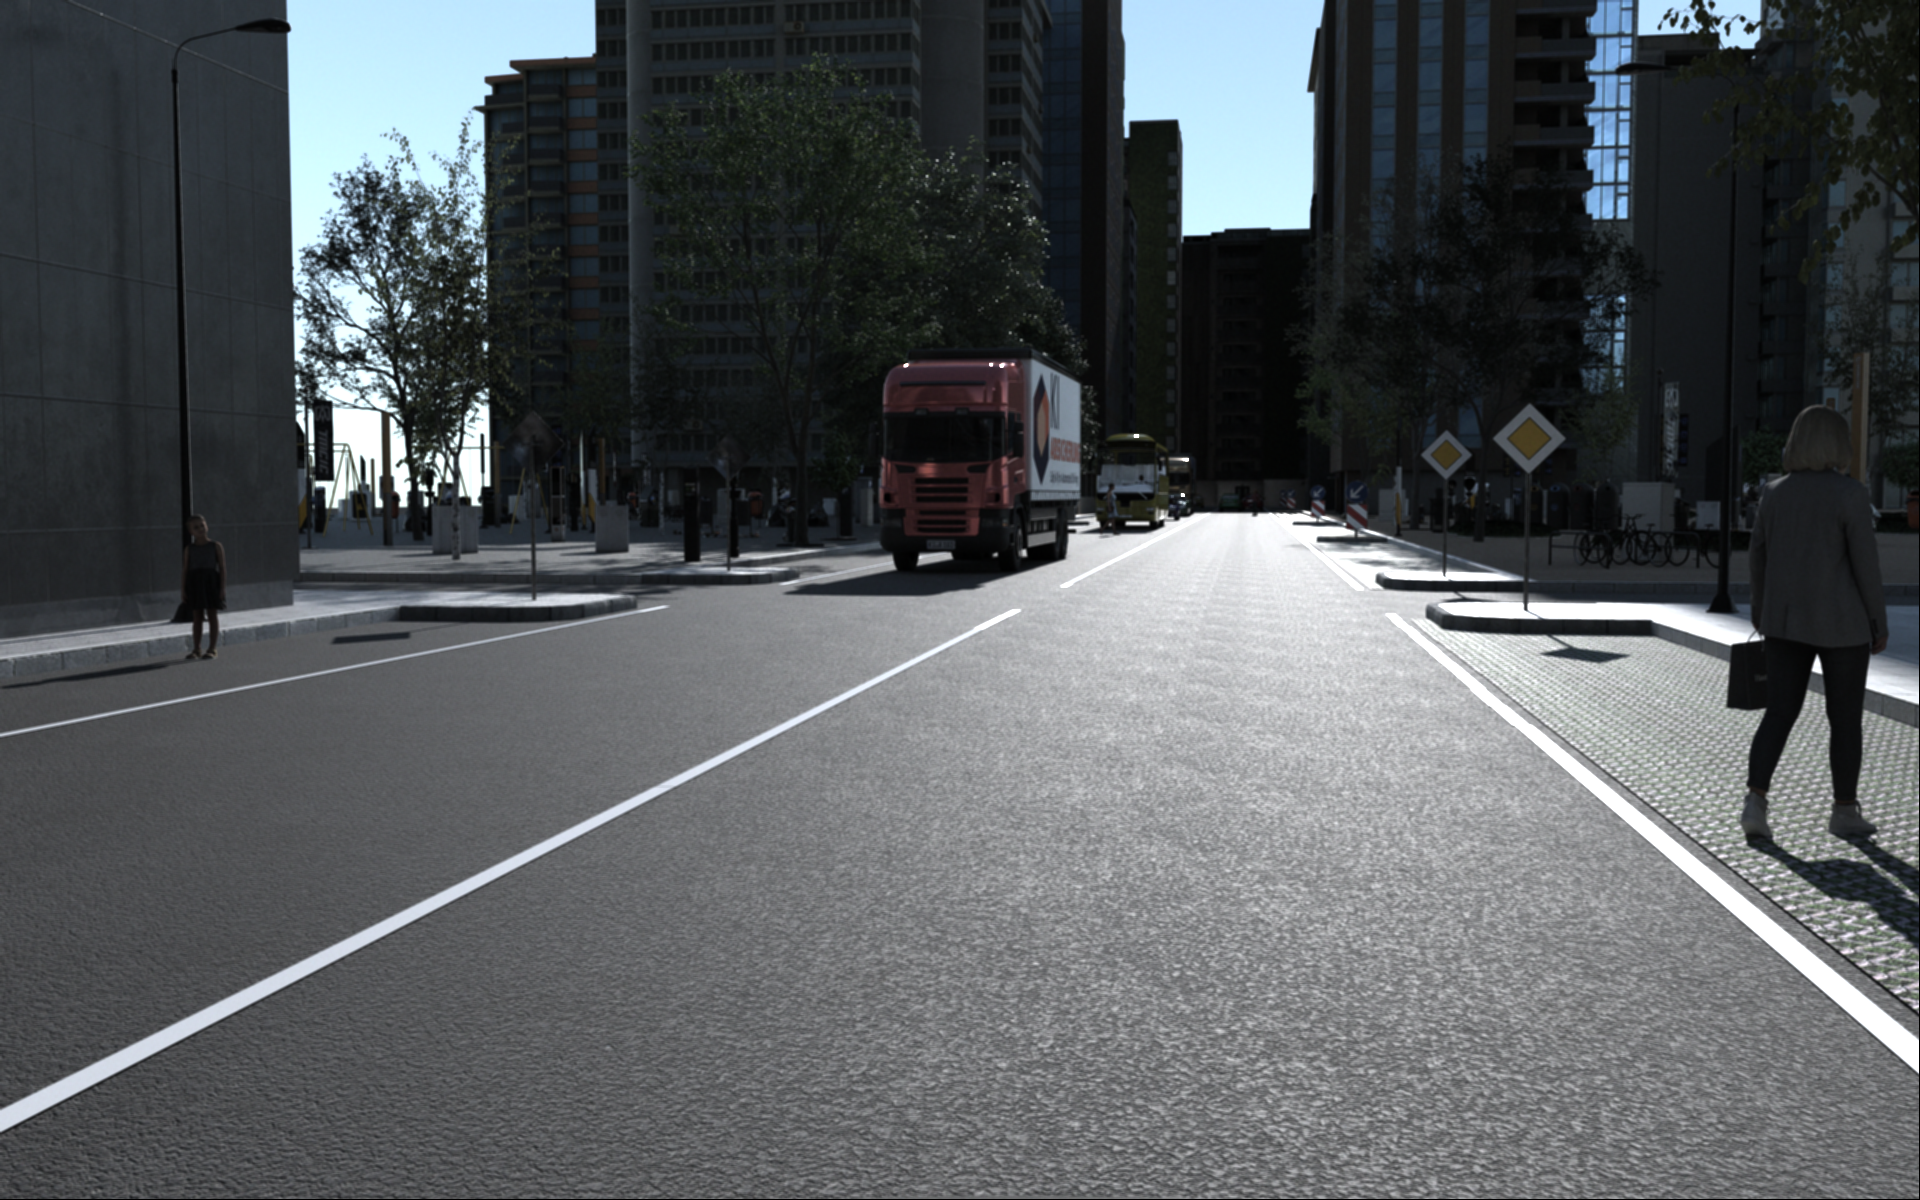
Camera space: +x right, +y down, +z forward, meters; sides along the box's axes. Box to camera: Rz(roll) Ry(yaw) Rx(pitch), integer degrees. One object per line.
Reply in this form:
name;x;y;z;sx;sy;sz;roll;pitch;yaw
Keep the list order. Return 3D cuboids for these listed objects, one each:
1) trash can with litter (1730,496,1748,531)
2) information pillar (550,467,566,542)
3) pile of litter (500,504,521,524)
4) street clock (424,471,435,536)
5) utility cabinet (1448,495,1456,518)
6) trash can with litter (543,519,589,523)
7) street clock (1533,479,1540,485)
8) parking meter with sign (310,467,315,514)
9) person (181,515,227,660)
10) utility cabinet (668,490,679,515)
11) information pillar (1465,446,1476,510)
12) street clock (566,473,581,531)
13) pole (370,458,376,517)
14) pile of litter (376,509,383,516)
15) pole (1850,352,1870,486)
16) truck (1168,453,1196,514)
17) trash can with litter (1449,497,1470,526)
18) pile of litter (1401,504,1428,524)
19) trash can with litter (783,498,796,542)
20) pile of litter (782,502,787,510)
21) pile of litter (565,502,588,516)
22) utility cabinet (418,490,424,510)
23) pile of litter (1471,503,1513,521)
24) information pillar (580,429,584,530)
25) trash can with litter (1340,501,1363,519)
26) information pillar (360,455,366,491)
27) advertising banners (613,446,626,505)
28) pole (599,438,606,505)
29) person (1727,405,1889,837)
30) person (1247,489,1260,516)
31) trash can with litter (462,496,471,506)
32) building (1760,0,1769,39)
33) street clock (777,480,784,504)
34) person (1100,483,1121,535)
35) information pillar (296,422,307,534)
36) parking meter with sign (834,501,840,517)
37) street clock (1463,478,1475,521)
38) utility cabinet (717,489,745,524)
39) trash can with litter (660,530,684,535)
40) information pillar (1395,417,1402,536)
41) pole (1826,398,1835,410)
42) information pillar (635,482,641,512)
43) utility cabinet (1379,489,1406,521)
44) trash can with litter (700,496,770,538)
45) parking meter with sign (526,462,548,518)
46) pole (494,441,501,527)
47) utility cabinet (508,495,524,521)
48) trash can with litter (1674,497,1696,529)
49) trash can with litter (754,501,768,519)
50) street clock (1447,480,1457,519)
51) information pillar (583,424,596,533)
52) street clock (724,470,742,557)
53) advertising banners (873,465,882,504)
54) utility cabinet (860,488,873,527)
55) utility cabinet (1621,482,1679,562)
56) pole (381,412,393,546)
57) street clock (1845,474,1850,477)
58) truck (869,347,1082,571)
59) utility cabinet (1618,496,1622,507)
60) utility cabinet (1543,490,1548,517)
trash can with litter;25.964;-2.845;57.575;1.678;1.210;2.233;2;4;35
information pillar;-10.751;-2.558;46.319;0.304;2.012;0.304;0;4;5
pile of litter;-19.997;-3.764;75.512;1.719;0.858;1.176;-1;4;-15
street clock;-16.361;-2.989;53.444;0.358;2.002;0.471;-1;4;-12
utility cabinet;26.112;-4.944;91.988;0.306;1.237;1.020;1;4;8
trash can with litter;-17.823;-4.113;78.298;2.233;1.210;1.678;1;4;15
street clock;26.985;-4.681;81.106;0.358;2.002;0.471;2;4;30
parking meter with sign;-41.646;-6.952;109.930;1.738;3.016;0.543;2;4;32
person;-6.572;-0.115;15.055;0.362;1.253;0.373;0;4;-4
utility cabinet;-17.308;-5.874;104.717;0.318;1.500;1.173;1;4;10
information pillar;24.764;-5.676;84.161;0.504;3.616;0.183;0;4;2
street clock;-13.358;-3.387;59.948;0.471;2.002;0.358;2;4;29
pole;-33.551;-6.431;98.989;0.158;3.312;0.155;0;3;0
pile of litter;-33.526;-5.308;100.754;1.176;0.858;1.719;-3;5;-44
pole;13.006;-1.911;25.080;0.158;3.312;0.155;0;3;0
truck;15.137;-8.109;121.501;2.839;4.237;11.283;1;4;10
trash can with litter;17.920;-3.144;62.795;1.055;1.170;0.624;1;4;14
pile of litter;19.591;-3.714;74.684;1.176;0.858;1.719;1;4;19
trash can with litter;-4.473;-2.118;46.013;0.624;1.170;1.055;-2;4;-24
pile of litter;-9.580;-4.830;92.941;1.176;0.858;1.719;3;4;38
pile of litter;-22.753;-5.393;102.134;1.719;0.858;1.176;0;4;-5
utility cabinet;-31.754;-5.694;101.770;0.318;1.500;1.173;0;4;-6
pile of litter;25.347;-4.148;81.792;1.176;0.858;1.719;-3;5;-45
information pillar;-13.624;-4.357;62.587;0.183;3.616;0.504;-1;4;-22
trash can with litter;19.778;-4.661;87.600;1.055;1.170;0.624;0;4;-7
information pillar;-35.582;-6.845;103.262;0.183;3.616;0.504;1;4;9
advertising banners;-12.633;-4.160;64.209;0.090;3.025;2.074;0;4;0
pole;-13.016;-4.231;63.024;0.158;3.312;0.155;0;3;0
person;3.504;0.086;7.272;0.728;1.800;0.709;-2;4;-30
person;19.480;-6.451;114.701;0.721;1.743;1.217;-2;4;-31
trash can with litter;-25.968;-4.805;89.621;2.233;1.210;1.678;-2;4;-34
building;97.533;-45.511;182.358;20.611;71.187;20.563;1;4;9
street clock;-9.365;-5.191;89.442;0.471;2.002;0.358;2;4;27
person;5.208;-3.158;60.232;0.778;1.811;0.616;2;4;23
information pillar;-21.375;-3.964;56.174;0.183;3.616;0.504;0;4;6
parking meter with sign;-6.351;-6.298;99.235;1.738;3.016;0.543;-2;4;-24
street clock;22.309;-4.362;75.888;0.471;2.002;0.358;0;4;3
utility cabinet;-9.656;-3.939;73.081;1.173;1.500;0.318;1;4;21
trash can with litter;-8.424;-2.690;55.035;2.233;1.210;1.678;1;4;17
information pillar;13.287;-3.735;52.417;0.183;3.616;0.504;1;4;22
pole;18.529;-2.637;36.951;0.158;3.312;0.155;0;3;0
information pillar;-18.976;-5.969;102.085;0.304;2.012;0.304;1;4;11
utility cabinet;20.027;-4.380;80.284;1.173;1.500;0.318;1;4;10
trash can with litter;-6.847;-2.476;51.532;2.233;1.210;1.678;0;4;3
parking meter with sign;-23.091;-5.968;93.842;1.738;3.016;0.543;3;4;36
pole;-17.797;-4.450;66.595;0.158;3.312;0.155;0;3;0
utility cabinet;-21.400;-4.423;83.484;0.306;1.237;1.020;-3;5;-41
trash can with litter;26.835;-3.214;63.928;1.055;1.170;0.624;0;4;-4
trash can with litter;-10.092;-4.734;88.785;1.055;1.170;0.624;1;4;12
street clock;25.289;-5.174;89.159;0.471;2.002;0.358;-1;4;-17
information pillar;-12.201;-4.042;57.445;0.183;3.616;0.504;1;4;13
street clock;-4.613;-1.876;35.238;0.358;2.002;0.471;0;4;6
advertising banners;-5.196;-6.572;103.642;2.074;3.025;0.090;3;5;42
utility cabinet;-3.665;-3.622;67.893;0.318;1.500;1.173;0;4;7
utility cabinet;13.055;-1.479;32.857;0.318;1.500;1.173;-1;4;-14
pole;-14.290;-3.017;43.176;0.158;3.312;0.155;0;3;0
street clock;31.566;-3.479;61.459;0.471;2.002;0.358;-2;4;-33
truck;0.601;-2.855;35.597;2.839;4.237;11.283;1;4;11
utility cabinet;28.723;-3.943;75.636;1.020;1.237;0.306;3;4;39
utility cabinet;32.052;-5.191;93.559;1.173;1.500;0.318;2;4;34
